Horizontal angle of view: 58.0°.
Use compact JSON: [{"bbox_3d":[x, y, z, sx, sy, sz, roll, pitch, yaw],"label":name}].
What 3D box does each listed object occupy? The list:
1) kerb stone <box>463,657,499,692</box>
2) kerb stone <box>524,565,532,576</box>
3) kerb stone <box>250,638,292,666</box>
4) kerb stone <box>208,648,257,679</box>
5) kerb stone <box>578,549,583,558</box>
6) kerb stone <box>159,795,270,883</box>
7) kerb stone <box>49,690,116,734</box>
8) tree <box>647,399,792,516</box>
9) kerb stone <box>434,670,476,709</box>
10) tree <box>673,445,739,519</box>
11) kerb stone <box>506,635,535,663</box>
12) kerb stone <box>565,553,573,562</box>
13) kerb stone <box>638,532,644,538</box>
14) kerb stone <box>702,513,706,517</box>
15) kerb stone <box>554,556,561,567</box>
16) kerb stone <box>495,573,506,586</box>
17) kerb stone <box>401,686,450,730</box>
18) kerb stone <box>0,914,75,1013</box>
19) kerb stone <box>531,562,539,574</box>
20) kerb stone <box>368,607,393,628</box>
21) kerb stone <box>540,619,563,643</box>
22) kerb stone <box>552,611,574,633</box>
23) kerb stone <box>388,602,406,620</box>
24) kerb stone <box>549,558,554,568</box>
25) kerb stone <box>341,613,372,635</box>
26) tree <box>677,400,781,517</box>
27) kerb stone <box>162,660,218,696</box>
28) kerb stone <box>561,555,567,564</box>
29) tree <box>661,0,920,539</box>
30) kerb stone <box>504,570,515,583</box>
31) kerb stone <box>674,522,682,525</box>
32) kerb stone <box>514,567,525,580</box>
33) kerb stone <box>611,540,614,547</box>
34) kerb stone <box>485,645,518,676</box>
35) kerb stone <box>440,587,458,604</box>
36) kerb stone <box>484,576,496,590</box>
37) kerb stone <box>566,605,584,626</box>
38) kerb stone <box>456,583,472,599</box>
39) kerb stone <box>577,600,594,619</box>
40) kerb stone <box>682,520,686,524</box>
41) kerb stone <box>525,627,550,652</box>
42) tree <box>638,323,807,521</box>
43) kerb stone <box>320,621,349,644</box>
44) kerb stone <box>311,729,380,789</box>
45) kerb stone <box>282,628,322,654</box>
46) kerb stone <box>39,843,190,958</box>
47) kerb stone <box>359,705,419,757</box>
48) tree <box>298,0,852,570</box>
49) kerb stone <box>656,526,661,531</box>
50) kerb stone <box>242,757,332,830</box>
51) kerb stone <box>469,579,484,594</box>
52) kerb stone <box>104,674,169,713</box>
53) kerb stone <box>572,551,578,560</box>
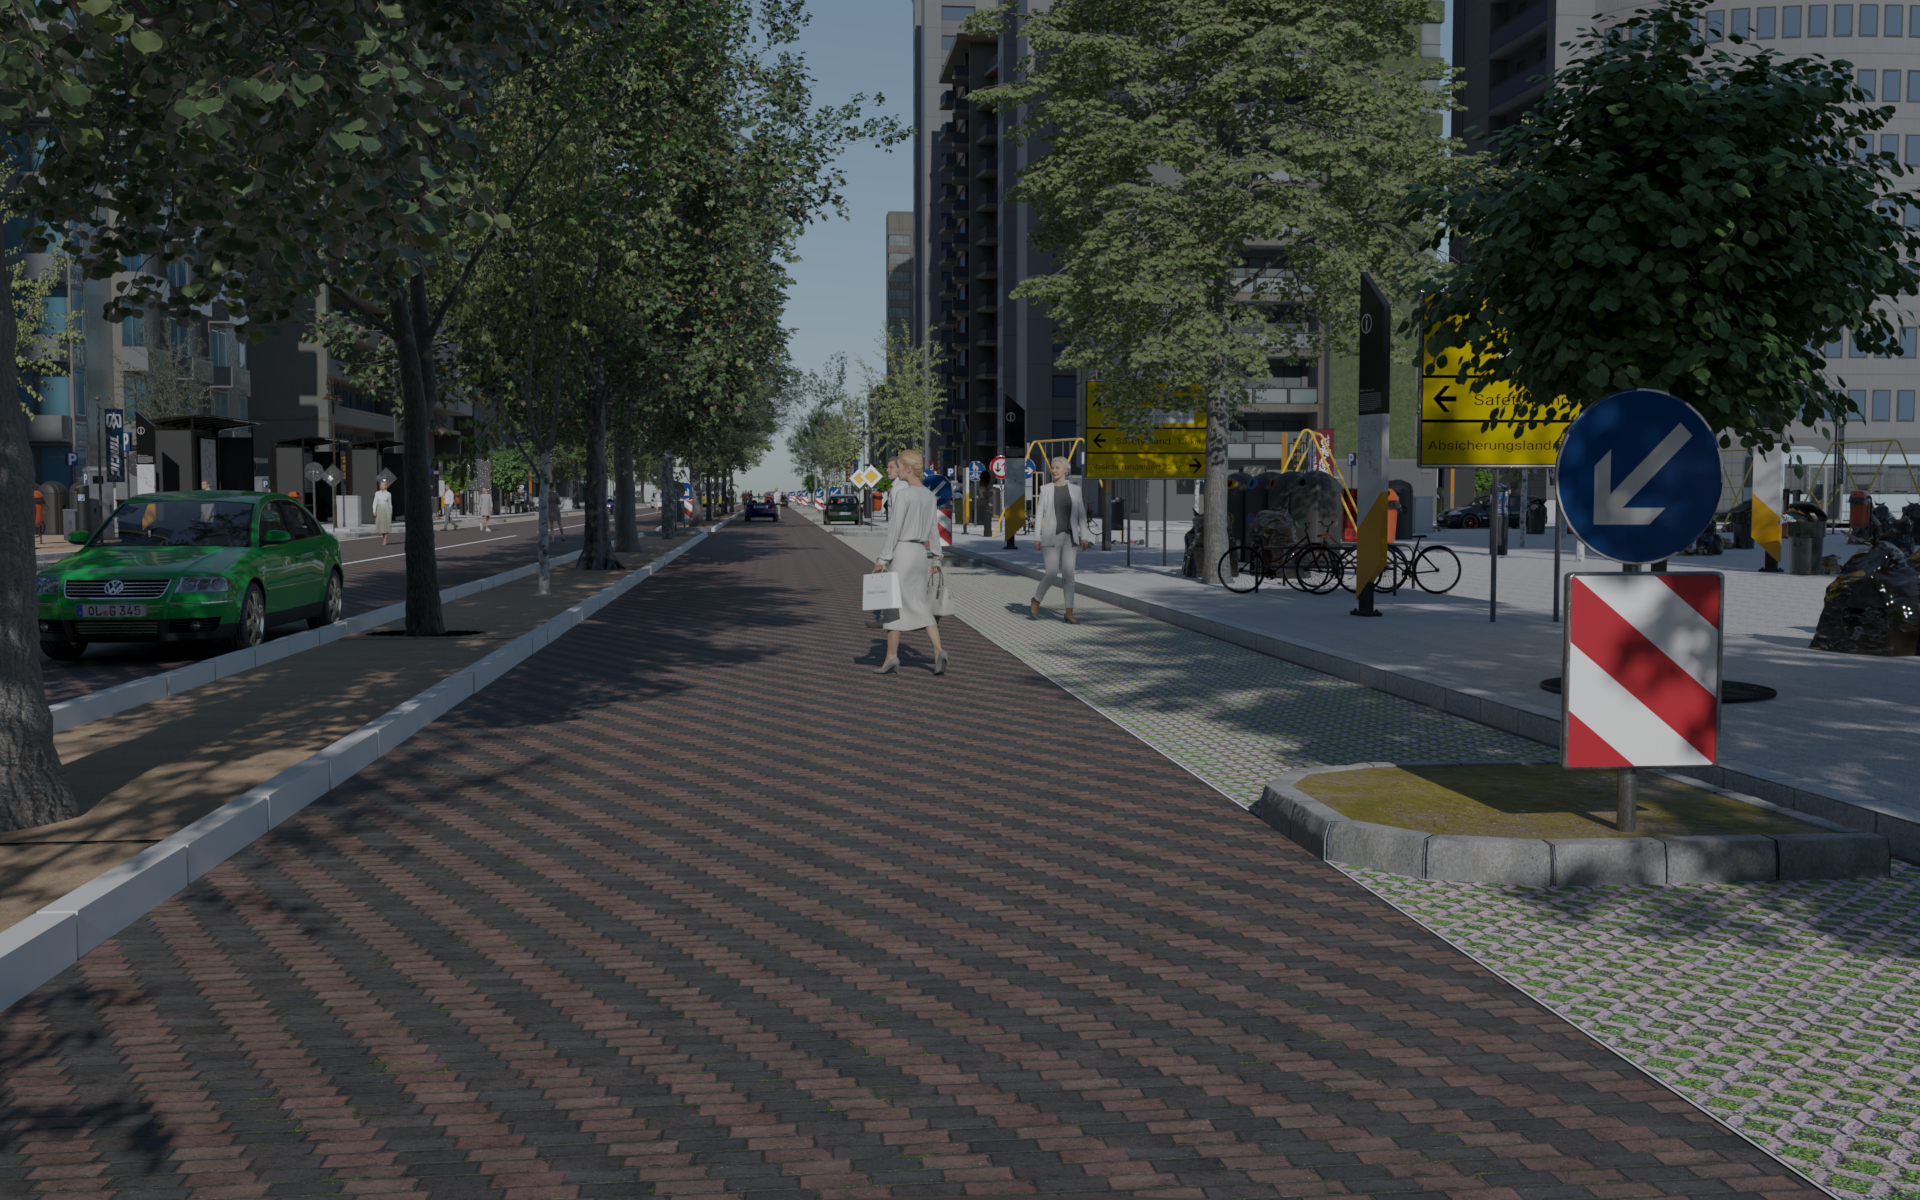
[{"bbox_3d":[-3.604,0.566,12.950,0.120,0.150,1.000,0,4,-6],"label":"kerb stone"},{"bbox_3d":[-7.590,-0.480,30.037,0.120,0.150,1.000,0,4,-6],"label":"kerb stone"},{"bbox_3d":[-5.912,0.458,14.749,0.120,0.150,1.000,0,4,-6],"label":"kerb stone"},{"bbox_3d":[-5.804,0.518,13.733,0.120,0.150,1.000,0,4,-6],"label":"kerb stone"},{"bbox_3d":[-8.480,-0.979,38.196,0.120,0.150,1.000,0,4,-6],"label":"kerb stone"},{"bbox_3d":[-2.944,0.942,6.842,0.120,0.150,1.000,0,4,-6],"label":"kerb stone"},{"bbox_3d":[-5.475,0.704,10.679,0.120,0.150,1.000,0,4,-6],"label":"kerb stone"},{"bbox_3d":[-15.736,-10.841,114.126,8.767,10.594,7.601,0,4,-6],"label":"tree"},{"bbox_3d":[-3.501,0.628,11.929,0.120,0.150,1.000,0,4,-6],"label":"kerb stone"},{"bbox_3d":[-14.224,-8.929,98.804,4.360,8.622,3.978,0,3,0],"label":"tree"},{"bbox_3d":[-3.833,0.441,14.984,0.120,0.150,1.000,0,4,-6],"label":"kerb stone"},{"bbox_3d":[-8.252,-0.852,36.164,0.120,0.150,1.000,0,4,-6],"label":"kerb stone"},{"bbox_3d":[-10.604,-2.162,57.551,0.120,0.150,1.000,0,4,-6],"label":"kerb stone"},{"bbox_3d":[-16.900,-5.685,115.147,0.120,0.150,1.000,0,4,-6],"label":"kerb stone"},{"bbox_3d":[-8.030,-0.729,34.115,0.120,0.150,1.000,0,4,-6],"label":"kerb stone"},{"bbox_3d":[-7.245,-0.289,26.970,0.120,0.150,1.000,0,4,-6],"label":"kerb stone"},{"bbox_3d":[-3.388,0.690,10.913,0.120,0.150,1.000,0,4,-6],"label":"kerb stone"},{"bbox_3d":[-2.715,1.063,4.808,0.120,0.150,1.000,0,4,-6],"label":"kerb stone"},{"bbox_3d":[-7.705,-0.542,31.053,0.120,0.150,1.000,0,4,-6],"label":"kerb stone"},{"bbox_3d":[-6.362,0.206,18.823,0.120,0.150,1.000,0,4,-6],"label":"kerb stone"},{"bbox_3d":[-4.046,0.320,17.024,0.120,0.150,1.000,0,4,-6],"label":"kerb stone"},{"bbox_3d":[-4.168,0.254,18.039,0.120,0.150,1.000,0,4,-6],"label":"kerb stone"},{"bbox_3d":[-6.479,0.145,19.839,0.120,0.150,1.000,0,4,-6],"label":"kerb stone"},{"bbox_3d":[-7.927,-0.665,33.098,0.120,0.150,1.000,0,4,-6],"label":"kerb stone"},{"bbox_3d":[-6.247,0.268,17.807,0.120,0.150,1.000,0,4,-6],"label":"kerb stone"},{"bbox_3d":[-14.846,-11.342,106.021,7.486,12.596,7.792,0,3,0],"label":"tree"},{"bbox_3d":[-5.692,0.585,12.713,0.120,0.150,1.000,0,4,-6],"label":"kerb stone"},{"bbox_3d":[-8.144,-0.786,35.142,0.120,0.150,1.000,0,4,-6],"label":"kerb stone"},{"bbox_3d":[-7.892,-11.920,53.240,12.611,20.169,13.585,0,3,0],"label":"tree"},{"bbox_3d":[-7.363,-0.354,27.986,0.120,0.150,1.000,0,4,-6],"label":"kerb stone"},{"bbox_3d":[-13.114,-3.561,80.502,0.120,0.150,1.000,0,4,-6],"label":"kerb stone"},{"bbox_3d":[-7.468,-0.417,29.012,0.120,0.150,1.000,0,4,-6],"label":"kerb stone"},{"bbox_3d":[-9.594,-1.595,48.388,0.120,0.150,1.000,0,4,-6],"label":"kerb stone"},{"bbox_3d":[-3.718,0.503,13.965,0.120,0.150,1.000,0,4,-6],"label":"kerb stone"},{"bbox_3d":[-6.816,-0.042,22.888,0.120,0.150,1.000,0,4,-6],"label":"kerb stone"},{"bbox_3d":[-7.137,-0.229,25.947,0.120,0.150,1.000,0,4,-6],"label":"kerb stone"},{"bbox_3d":[-4.277,0.192,19.055,0.120,0.150,1.000,0,4,-6],"label":"kerb stone"},{"bbox_3d":[-6.922,-0.104,23.905,0.120,0.150,1.000,0,4,-6],"label":"kerb stone"},{"bbox_3d":[-4.384,0.130,20.072,0.120,0.150,1.000,0,4,-6],"label":"kerb stone"},{"bbox_3d":[-13.438,-3.753,83.553,0.120,0.150,1.000,0,4,-6],"label":"kerb stone"},{"bbox_3d":[-3.939,0.382,16.001,0.120,0.150,1.000,0,4,-6],"label":"kerb stone"},{"bbox_3d":[-13.179,-10.854,90.289,12.009,13.543,11.850,0,3,0],"label":"tree"},{"bbox_3d":[-6.137,0.339,16.791,0.120,0.150,1.000,0,4,-6],"label":"kerb stone"},{"bbox_3d":[-3.160,0.816,8.879,0.120,0.150,1.000,0,4,-6],"label":"kerb stone"},{"bbox_3d":[-6.030,0.393,15.774,0.120,0.150,1.000,0,4,-6],"label":"kerb stone"},{"bbox_3d":[-2.831,1.001,5.826,0.120,0.150,1.000,0,4,-6],"label":"kerb stone"},{"bbox_3d":[-3.271,0.752,9.897,0.120,0.150,1.000,0,4,-6],"label":"kerb stone"},{"bbox_3d":[-6.850,-6.903,32.328,9.611,12.733,9.660,0,3,0],"label":"tree"},{"bbox_3d":[-11.783,-2.815,68.270,0.120,0.150,1.000,0,4,-6],"label":"kerb stone"},{"bbox_3d":[-3.054,0.877,7.862,0.120,0.150,1.000,0,4,-6],"label":"kerb stone"},{"bbox_3d":[-7.037,-0.167,24.921,0.120,0.150,1.000,0,4,-6],"label":"kerb stone"},{"bbox_3d":[-5.594,0.643,11.695,0.120,0.150,1.000,0,4,-6],"label":"kerb stone"},{"bbox_3d":[-8.367,-0.915,37.180,0.120,0.150,1.000,0,4,-6],"label":"kerb stone"}]
